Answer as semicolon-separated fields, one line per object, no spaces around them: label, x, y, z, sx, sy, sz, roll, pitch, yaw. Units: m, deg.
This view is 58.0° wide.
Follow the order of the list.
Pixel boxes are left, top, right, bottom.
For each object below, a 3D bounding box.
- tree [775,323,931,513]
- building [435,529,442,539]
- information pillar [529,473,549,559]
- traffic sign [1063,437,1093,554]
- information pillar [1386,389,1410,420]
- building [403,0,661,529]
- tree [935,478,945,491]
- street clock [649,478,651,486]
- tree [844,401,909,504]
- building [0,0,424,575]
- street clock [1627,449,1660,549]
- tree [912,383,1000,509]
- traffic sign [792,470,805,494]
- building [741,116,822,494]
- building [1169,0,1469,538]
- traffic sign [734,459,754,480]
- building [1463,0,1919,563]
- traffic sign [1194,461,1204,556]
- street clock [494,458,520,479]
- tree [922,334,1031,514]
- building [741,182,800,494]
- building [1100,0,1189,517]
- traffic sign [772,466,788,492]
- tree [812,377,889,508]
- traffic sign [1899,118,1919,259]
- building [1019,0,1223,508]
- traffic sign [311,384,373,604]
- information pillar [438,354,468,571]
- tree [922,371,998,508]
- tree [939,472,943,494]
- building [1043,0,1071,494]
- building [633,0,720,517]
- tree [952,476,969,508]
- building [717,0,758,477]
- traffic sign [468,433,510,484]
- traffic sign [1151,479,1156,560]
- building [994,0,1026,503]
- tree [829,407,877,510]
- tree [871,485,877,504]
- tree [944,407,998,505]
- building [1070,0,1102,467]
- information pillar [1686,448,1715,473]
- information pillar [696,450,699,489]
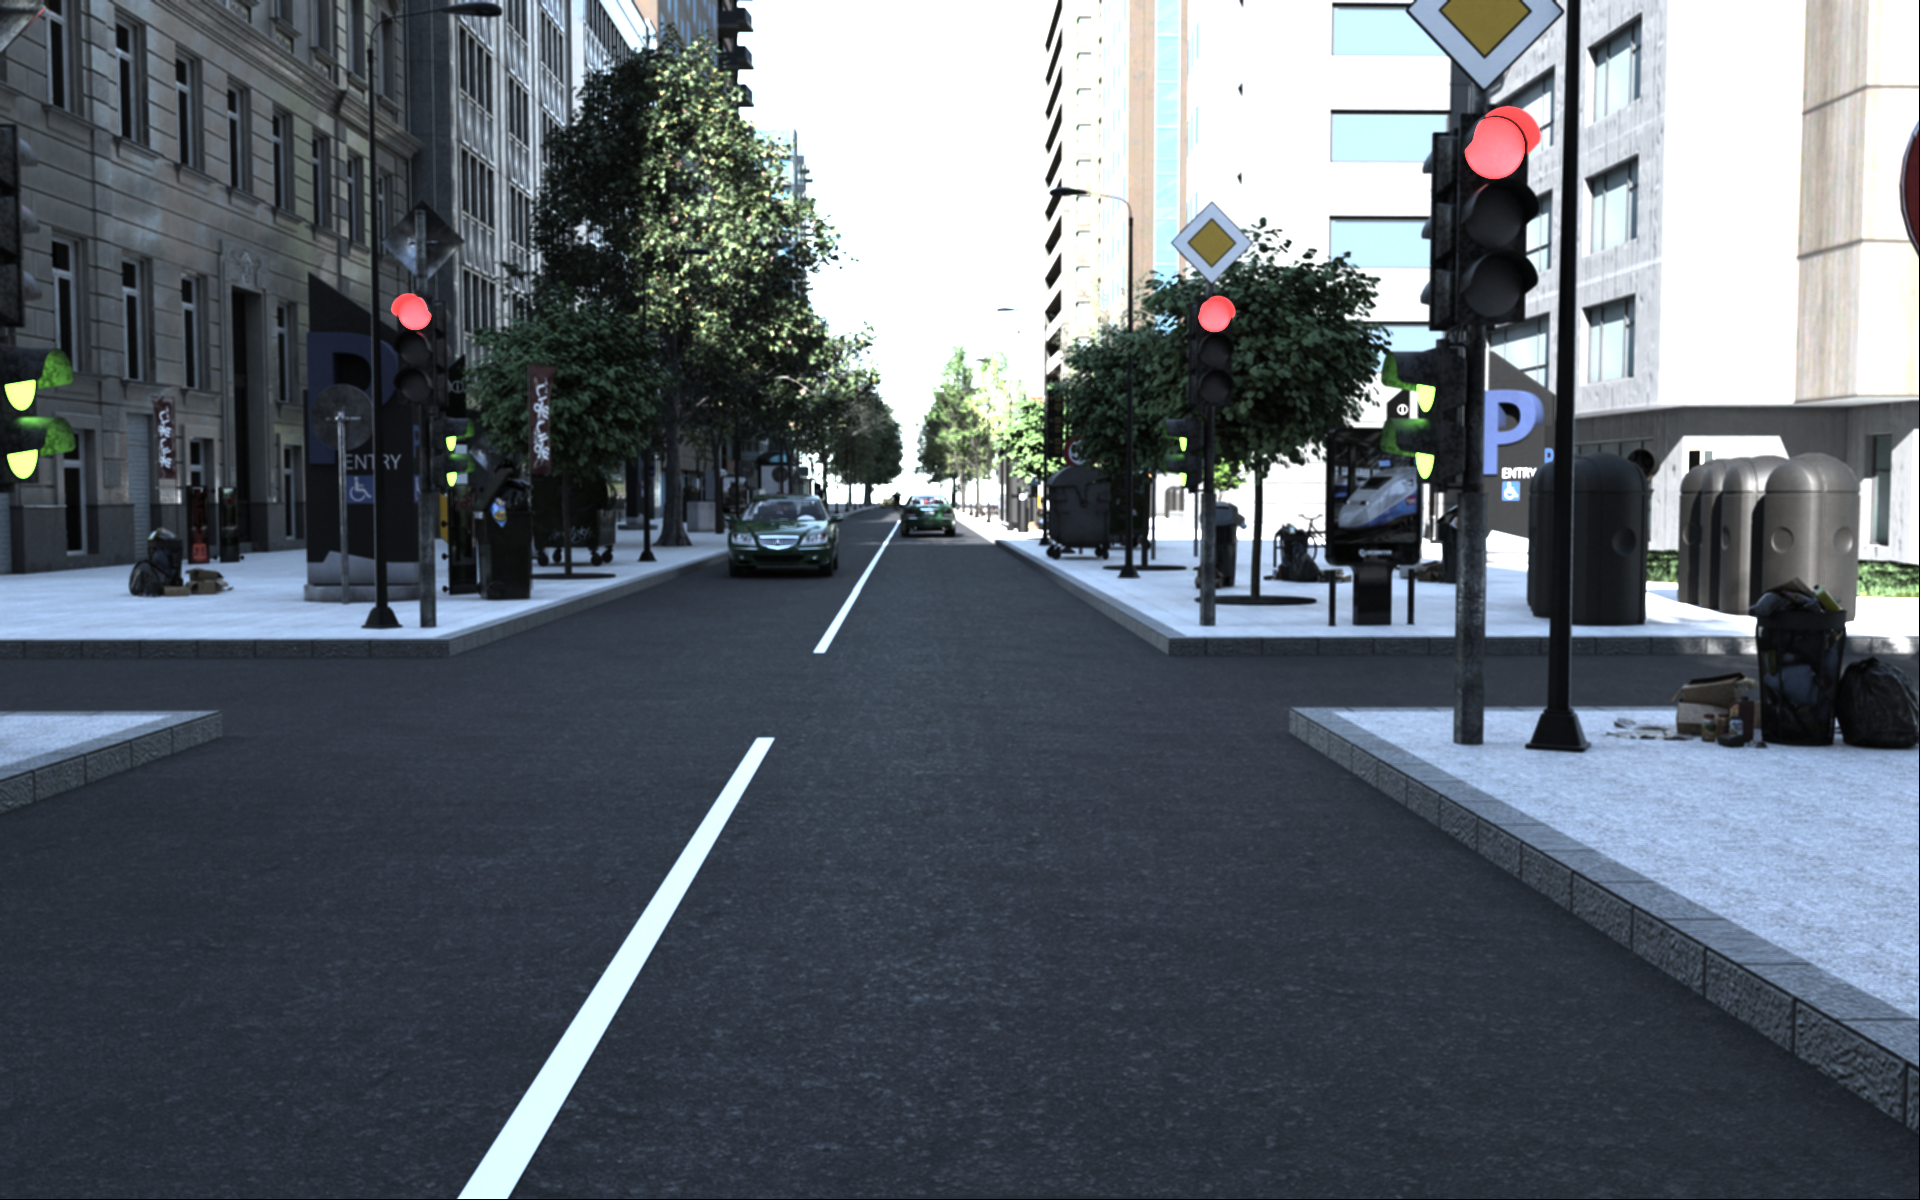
tree;-9.250;-12.720;118.347;12.009;13.543;11.850;0;3;0
building;-20.703;-14.731;58.882;12.078;24.808;19.932;0;4;-1
information pillar;-8.305;-1.813;34.134;0.304;2.012;0.304;0;4;0
traffic sign;2.583;-2.256;36.990;0.768;2.556;0.104;0;4;4
information pillar;9.282;-2.774;36.708;0.504;3.616;0.183;1;4;10
building;-21.227;-15.948;78.770;12.078;24.808;19.932;0;4;-1
tree;-2.446;-17.808;241.515;4.360;8.622;3.978;0;3;0
street clock;-12.307;-3.852;67.552;0.471;2.002;0.358;1;4;13
tree;-11.240;-18.977;216.932;9.857;13.997;8.962;0;3;0
building;-20.846;-14.621;36.317;12.463;27.353;25.104;0;4;-1
street clock;10.940;-1.420;27.785;0.471;2.002;0.358;3;5;44
tree;0.118;-12.829;144.160;8.767;10.594;7.601;-1;4;-20
traffic sign;-8.697;-5.634;92.124;0.884;2.594;0.081;0;4;5
building;-30.088;-36.844;222.009;23.786;49.044;30.456;0;4;-1
building;18.972;-31.842;62.620;21.231;58.520;28.212;0;4;-1
traffic sign;-7.948;-3.894;63.768;0.768;2.556;0.104;0;4;4
building;19.132;-21.425;33.889;14.086;41.232;14.154;0;4;-1
traffic sign;4.853;-2.167;35.544;0.768;2.556;0.104;0;4;2
street clock;-9.168;-1.868;35.110;0.471;2.002;0.358;1;4;16
tree;1.066;-11.457;113.070;9.928;11.665;9.643;0;3;0
building;-34.406;-30.721;194.166;32.217;40.220;23.993;0;4;-1
building;16.015;-27.695;102.924;14.600;45.320;14.200;0;4;-1
traffic sign;-8.159;-4.797;78.545;0.768;2.556;0.104;1;4;8
tree;-10.538;-15.065;164.436;7.486;12.596;7.792;0;3;0
traffic sign;3.079;-0.302;5.038;0.768;2.556;0.104;0;4;3
building;17.581;-40.565;205.241;21.231;58.520;28.212;0;4;-1
traffic sign;-7.170;-1.225;20.135;0.768;2.556;0.104;0;4;3
information pillar;-8.448;-2.296;28.901;0.504;3.616;0.183;-3;5;-39
tree;-0.029;-14.696;158.408;7.486;12.596;7.792;0;3;0
tree;-2.648;-19.415;227.806;12.009;13.543;11.850;0;3;0
building;18.589;-32.136;149.125;21.300;48.544;21.600;0;4;-1
building;-23.372;-28.268;112.292;14.600;45.320;14.200;0;4;-1
tree;0.245;-10.437;165.243;1.663;3.219;1.824;0;3;0
building;-27.591;-29.337;134.290;22.147;44.769;28.867;0;4;-1
traffic sign;-8.342;-1.808;30.750;0.795;2.450;0.064;0;4;6
traffic sign;3.787;-2.064;33.858;0.768;2.556;0.104;0;4;6
building;16.453;-56.361;234.170;22.319;86.520;31.000;0;4;-1
tree;-8.671;-11.361;136.117;4.360;8.622;3.978;0;3;0
tree;-12.290;-14.753;235.811;1.663;3.219;1.824;0;3;0
tree;-0.479;-15.786;175.101;9.611;12.733;9.660;0;3;0
building;15.240;-27.392;131.449;14.154;41.232;14.086;0;4;-1
information pillar;11.814;-1.418;27.672;0.304;2.012;0.304;-2;4;-28
information pillar;-13.845;-6.122;91.444;0.183;3.616;0.504;-1;4;-17
